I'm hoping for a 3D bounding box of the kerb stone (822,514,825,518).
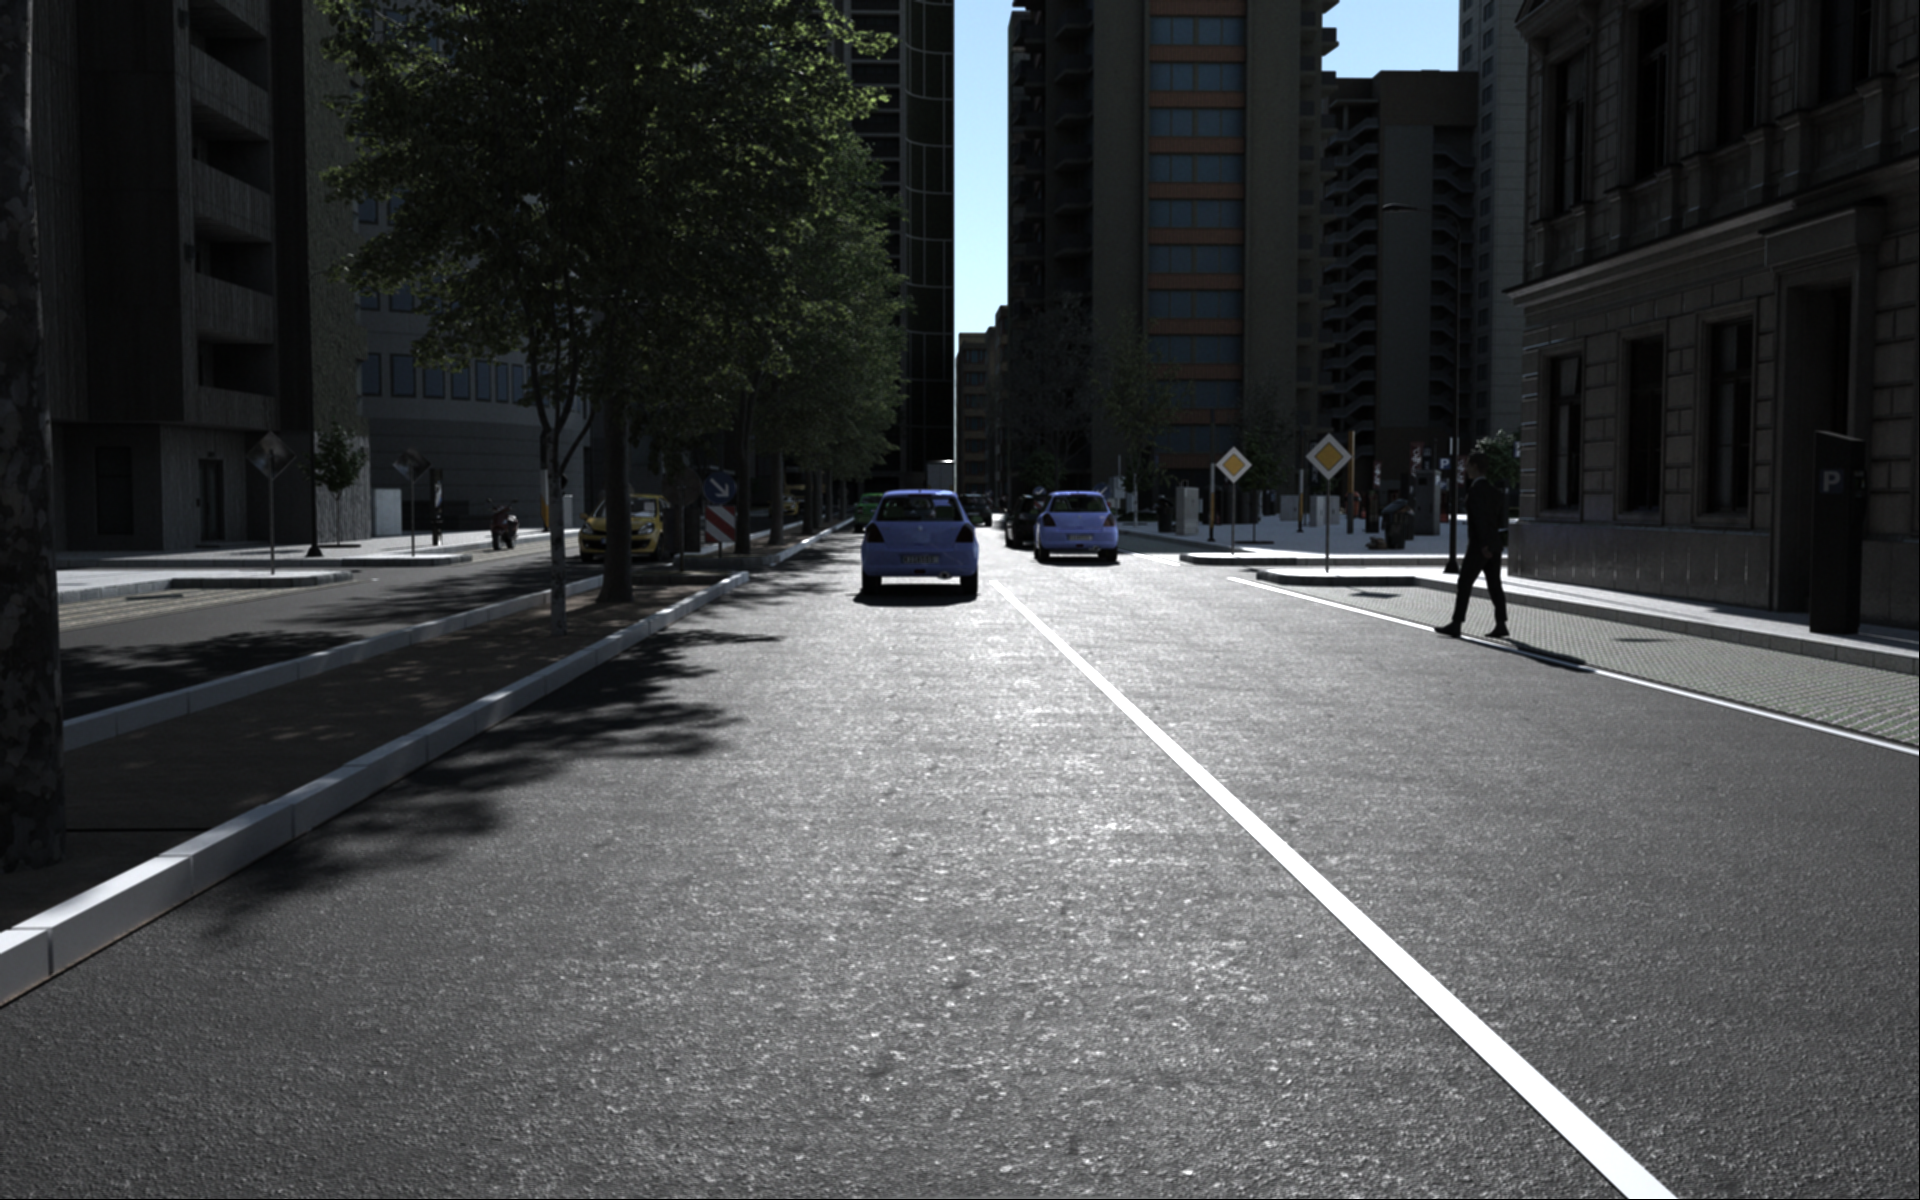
[{"bbox_3d":[-8.500,-5.345,109.582,0.120,0.150,1.000,0,4,-2],"label":"kerb stone"}]

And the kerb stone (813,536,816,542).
[{"bbox_3d":[-4.326,-1.713,50.249,0.120,0.150,1.000,0,4,-2],"label":"kerb stone"}]

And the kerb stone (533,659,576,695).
[{"bbox_3d":[-3.014,0.580,12.800,0.120,0.150,1.000,0,4,-2],"label":"kerb stone"}]

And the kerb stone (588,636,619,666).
[{"bbox_3d":[-3.085,0.451,14.857,0.120,0.150,1.000,0,4,-2],"label":"kerb stone"}]

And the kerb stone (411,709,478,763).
[{"bbox_3d":[-2.908,0.763,9.727,0.120,0.150,1.000,0,4,-2],"label":"kerb stone"}]

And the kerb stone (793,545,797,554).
[{"bbox_3d":[-4.004,-1.151,41.022,0.120,0.150,1.000,0,4,-2],"label":"kerb stone"}]

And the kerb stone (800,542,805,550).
[{"bbox_3d":[-4.111,-1.336,44.090,0.120,0.150,1.000,0,4,-2],"label":"kerb stone"}]

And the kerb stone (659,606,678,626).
[{"bbox_3d":[-3.238,0.200,18.980,0.120,0.150,1.000,0,4,-2],"label":"kerb stone"}]

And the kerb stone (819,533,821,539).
[{"bbox_3d":[-4.426,-1.904,53.330,0.120,0.150,1.000,0,4,-2],"label":"kerb stone"}]

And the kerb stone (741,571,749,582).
[{"bbox_3d":[-3.544,-0.367,28.193,0.120,0.150,1.000,0,4,-2],"label":"kerb stone"}]

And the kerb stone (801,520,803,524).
[{"bbox_3d":[-7.459,-3.526,79.838,0.120,0.150,1.000,0,4,-2],"label":"kerb stone"}]

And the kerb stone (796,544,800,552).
[{"bbox_3d":[-4.032,-1.211,42.044,0.120,0.150,1.000,0,4,-2],"label":"kerb stone"}]

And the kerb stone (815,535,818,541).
[{"bbox_3d":[-4.359,-1.779,51.284,0.120,0.150,1.000,0,4,-2],"label":"kerb stone"}]

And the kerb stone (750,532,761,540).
[{"bbox_3d":[-6.637,-2.077,56.276,0.120,0.150,1.000,0,4,-2],"label":"kerb stone"}]

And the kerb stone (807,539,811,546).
[{"bbox_3d":[-4.219,-1.528,47.174,0.120,0.150,1.000,0,4,-2],"label":"kerb stone"}]

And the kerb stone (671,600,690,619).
[{"bbox_3d":[-3.272,0.134,20.001,0.120,0.150,1.000,0,4,-2],"label":"kerb stone"}]

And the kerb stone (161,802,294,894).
[{"bbox_3d":[-2.806,0.950,6.657,0.120,0.150,1.000,0,4,-2],"label":"kerb stone"}]

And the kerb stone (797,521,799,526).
[{"bbox_3d":[-7.354,-3.338,76.770,0.120,0.150,1.000,0,4,-2],"label":"kerb stone"}]

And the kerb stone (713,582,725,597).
[{"bbox_3d":[-3.410,-0.112,24.090,0.120,0.150,1.000,0,4,-2],"label":"kerb stone"}]

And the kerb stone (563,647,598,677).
[{"bbox_3d":[-3.056,0.518,13.828,0.120,0.150,1.000,0,4,-2],"label":"kerb stone"}]

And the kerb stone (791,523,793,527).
[{"bbox_3d":[-7.212,-3.087,72.665,0.120,0.150,1.000,0,4,-2],"label":"kerb stone"}]

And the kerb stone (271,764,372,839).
[{"bbox_3d":[-2.836,0.892,7.685,0.120,0.150,1.000,0,4,-2],"label":"kerb stone"}]

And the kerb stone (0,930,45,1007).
[{"bbox_3d":[-2.734,1.078,4.613,0.120,0.150,1.000,0,4,-2],"label":"kerb stone"}]

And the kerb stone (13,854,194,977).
[{"bbox_3d":[-2.768,1.015,5.634,0.120,0.150,1.000,0,4,-2],"label":"kerb stone"}]

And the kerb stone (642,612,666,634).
[{"bbox_3d":[-3.199,0.260,17.945,0.120,0.150,1.000,0,4,-2],"label":"kerb stone"}]

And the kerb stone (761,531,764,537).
[{"bbox_3d":[-6.680,-2.147,57.302,0.120,0.150,1.000,0,4,-2],"label":"kerb stone"}]

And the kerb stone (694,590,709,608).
[{"bbox_3d":[-3.340,0.009,22.047,0.120,0.150,1.000,0,4,-2],"label":"kerb stone"}]

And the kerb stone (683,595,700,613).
[{"bbox_3d":[-3.304,0.072,21.023,0.120,0.150,1.000,0,4,-2],"label":"kerb stone"}]

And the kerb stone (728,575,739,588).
[{"bbox_3d":[-3.484,-0.241,26.133,0.120,0.150,1.000,0,4,-2],"label":"kerb stone"}]

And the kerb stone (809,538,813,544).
[{"bbox_3d":[-4.248,-1.591,48.200,0.120,0.150,1.000,0,4,-2],"label":"kerb stone"}]

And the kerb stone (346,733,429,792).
[{"bbox_3d":[-2.881,0.825,8.706,0.120,0.150,1.000,0,4,-2],"label":"kerb stone"}]

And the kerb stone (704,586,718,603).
[{"bbox_3d":[-3.375,-0.053,23.069,0.120,0.150,1.000,0,4,-2],"label":"kerb stone"}]

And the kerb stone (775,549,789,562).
[{"bbox_3d":[-3.897,-0.963,37.940,0.120,0.150,1.000,0,4,-2],"label":"kerb stone"}]

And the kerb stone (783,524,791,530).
[{"bbox_3d":[-7.175,-3.024,71.644,0.120,0.150,1.000,0,4,-2],"label":"kerb stone"}]

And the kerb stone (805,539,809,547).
[{"bbox_3d":[-4.182,-1.465,46.147,0.120,0.150,1.000,0,4,-2],"label":"kerb stone"}]

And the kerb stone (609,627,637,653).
[{"bbox_3d":[-3.127,0.386,15.887,0.120,0.150,1.000,0,4,-2],"label":"kerb stone"}]

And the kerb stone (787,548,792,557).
[{"bbox_3d":[-3.925,-1.026,38.972,0.120,0.150,1.000,0,4,-2],"label":"kerb stone"}]

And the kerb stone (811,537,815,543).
[{"bbox_3d":[-4.290,-1.651,49.227,0.120,0.150,1.000,0,4,-2],"label":"kerb stone"}]

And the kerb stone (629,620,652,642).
[{"bbox_3d":[-3.168,0.331,16.913,0.120,0.150,1.000,0,4,-2],"label":"kerb stone"}]

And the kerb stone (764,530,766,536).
[{"bbox_3d":[-6.713,-2.205,58.330,0.120,0.150,1.000,0,4,-2],"label":"kerb stone"}]

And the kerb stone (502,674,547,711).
[{"bbox_3d":[-2.986,0.644,11.778,0.120,0.150,1.000,0,4,-2],"label":"kerb stone"}]

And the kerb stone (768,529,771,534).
[{"bbox_3d":[-6.781,-2.336,60.388,0.120,0.150,1.000,0,4,-2],"label":"kerb stone"}]

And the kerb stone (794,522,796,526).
[{"bbox_3d":[-7.286,-3.212,74.709,0.120,0.150,1.000,0,4,-2],"label":"kerb stone"}]

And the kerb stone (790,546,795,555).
[{"bbox_3d":[-3.960,-1.089,40.001,0.120,0.150,1.000,0,4,-2],"label":"kerb stone"}]

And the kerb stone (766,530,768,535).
[{"bbox_3d":[-6.749,-2.273,59.358,0.120,0.150,1.000,0,4,-2],"label":"kerb stone"}]

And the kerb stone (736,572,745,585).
[{"bbox_3d":[-3.514,-0.300,27.163,0.120,0.150,1.000,0,4,-2],"label":"kerb stone"}]

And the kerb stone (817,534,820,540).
[{"bbox_3d":[-4.399,-1.834,52.306,0.120,0.150,1.000,0,4,-2],"label":"kerb stone"}]

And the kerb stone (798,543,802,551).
[{"bbox_3d":[-4.076,-1.274,43.068,0.120,0.150,1.000,0,4,-2],"label":"kerb stone"}]

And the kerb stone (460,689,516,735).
[{"bbox_3d":[-2.942,0.700,10.752,0.120,0.150,1.000,0,4,-2],"label":"kerb stone"}]

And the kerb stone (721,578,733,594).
[{"bbox_3d":[-3.442,-0.178,25.112,0.120,0.150,1.000,0,4,-2],"label":"kerb stone"}]

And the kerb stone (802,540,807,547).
[{"bbox_3d":[-4.142,-1.402,45.116,0.120,0.150,1.000,0,4,-2],"label":"kerb stone"}]
